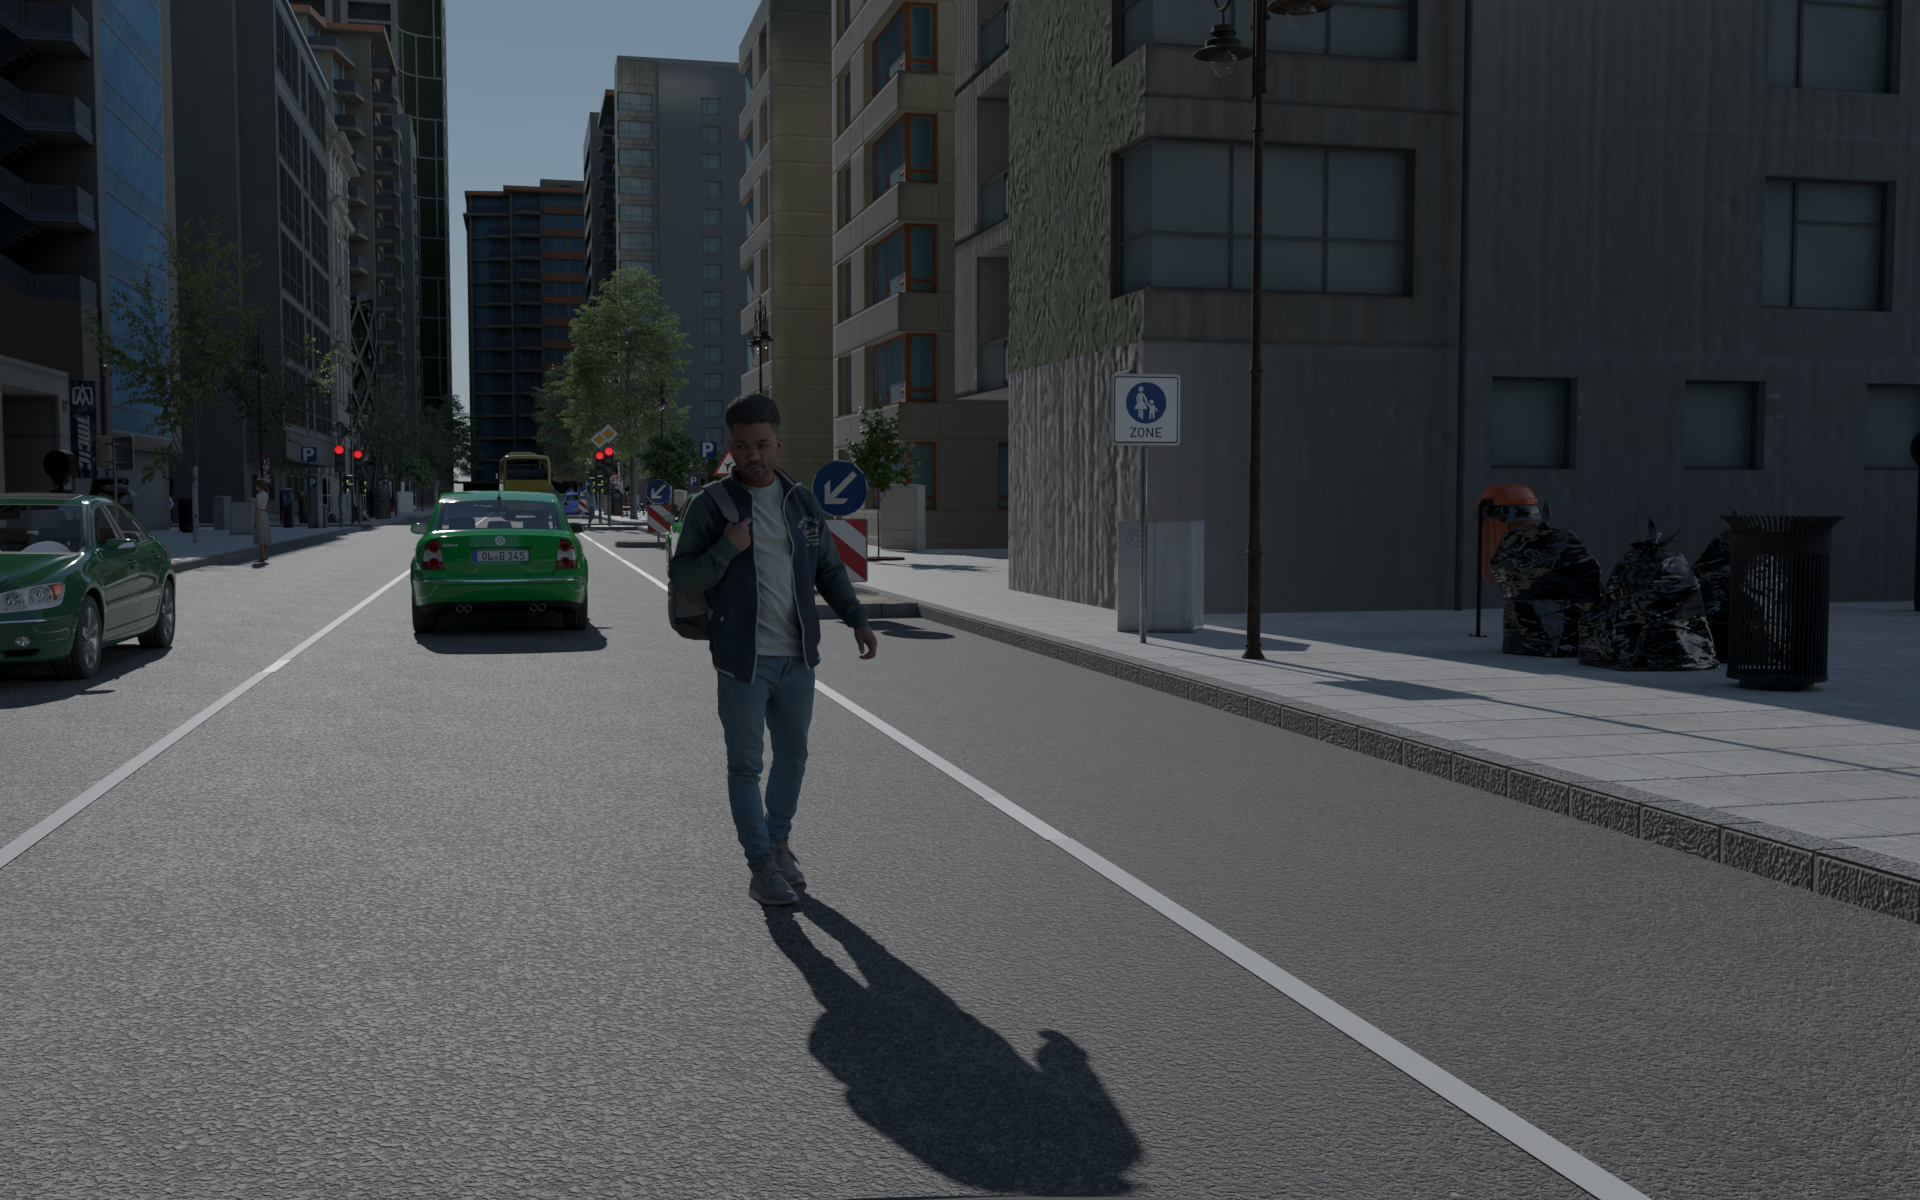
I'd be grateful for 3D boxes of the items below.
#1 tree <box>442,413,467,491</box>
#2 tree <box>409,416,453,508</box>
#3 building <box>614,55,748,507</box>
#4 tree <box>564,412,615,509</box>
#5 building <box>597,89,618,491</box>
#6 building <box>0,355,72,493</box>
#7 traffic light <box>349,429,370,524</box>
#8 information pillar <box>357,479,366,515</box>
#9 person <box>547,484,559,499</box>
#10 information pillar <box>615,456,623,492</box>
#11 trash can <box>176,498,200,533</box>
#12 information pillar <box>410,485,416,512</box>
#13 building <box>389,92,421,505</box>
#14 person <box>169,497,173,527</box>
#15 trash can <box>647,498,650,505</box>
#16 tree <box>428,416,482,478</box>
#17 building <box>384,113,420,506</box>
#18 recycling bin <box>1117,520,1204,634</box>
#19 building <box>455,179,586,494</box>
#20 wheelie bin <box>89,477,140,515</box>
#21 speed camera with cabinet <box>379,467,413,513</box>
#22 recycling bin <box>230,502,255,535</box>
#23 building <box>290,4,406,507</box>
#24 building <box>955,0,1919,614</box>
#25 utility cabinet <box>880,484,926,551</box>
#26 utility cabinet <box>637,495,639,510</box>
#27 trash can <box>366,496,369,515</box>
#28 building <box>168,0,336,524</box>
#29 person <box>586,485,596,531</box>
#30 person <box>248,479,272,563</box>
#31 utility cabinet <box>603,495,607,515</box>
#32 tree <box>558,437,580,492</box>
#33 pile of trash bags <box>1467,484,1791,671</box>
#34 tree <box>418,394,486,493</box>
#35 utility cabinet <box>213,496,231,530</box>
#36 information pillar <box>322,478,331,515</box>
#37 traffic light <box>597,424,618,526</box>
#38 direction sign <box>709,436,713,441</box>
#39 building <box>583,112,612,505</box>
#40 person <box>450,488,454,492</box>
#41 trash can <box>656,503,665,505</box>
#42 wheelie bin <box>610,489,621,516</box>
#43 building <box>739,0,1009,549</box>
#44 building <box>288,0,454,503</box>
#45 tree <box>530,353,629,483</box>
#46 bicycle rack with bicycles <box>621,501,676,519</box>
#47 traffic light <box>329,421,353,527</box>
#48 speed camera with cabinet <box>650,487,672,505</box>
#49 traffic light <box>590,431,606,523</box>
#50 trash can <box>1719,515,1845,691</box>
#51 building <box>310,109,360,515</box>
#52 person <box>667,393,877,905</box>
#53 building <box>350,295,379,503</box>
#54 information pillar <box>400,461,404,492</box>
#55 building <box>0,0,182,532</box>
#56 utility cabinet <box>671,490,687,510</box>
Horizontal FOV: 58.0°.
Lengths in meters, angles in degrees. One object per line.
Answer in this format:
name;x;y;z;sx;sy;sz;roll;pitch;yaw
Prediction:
tree;-46.523;-12.487;154.530;4.360;8.622;3.978;0;3;0
tree;-49.241;-12.933;161.814;4.737;8.622;4.395;0;3;0
building;-26.005;-29.554;166.798;14.154;41.232;14.086;-1;4;-14
tree;-35.987;-13.076;164.152;4.737;8.622;4.395;0;3;0
building;-27.703;-32.645;188.378;22.147;44.769;28.867;-1;4;-14
building;-26.772;-35.955;26.123;20.563;71.187;20.611;-1;4;-14
traffic light;-25.825;-5.232;74.469;0.839;4.253;0.868;-1;4;-14
information pillar;-29.773;-4.996;86.184;0.304;2.012;0.304;0;4;5
person;-14.598;-3.254;61.882;0.537;1.800;0.526;0;4;6
information pillar;-21.186;-7.105;107.518;0.504;3.616;0.183;2;4;24
trash can;-25.659;-2.810;57.603;0.748;1.137;0.748;0;3;0
information pillar;-40.260;-7.523;127.494;0.304;2.012;0.304;2;4;34
building;-74.920;-35.417;202.771;21.600;48.544;21.300;-1;4;-14
person;-31.036;-3.509;67.686;0.589;1.601;0.330;1;4;18
trash can;-25.739;-8.111;144.260;0.748;1.137;0.748;0;3;0
tree;-60.683;-16.677;207.082;7.601;10.594;8.767;0;4;-5
building;-64.101;-30.336;179.595;14.154;41.232;14.086;-1;4;-14
recycling bin;1.896;-0.231;16.327;0.722;1.027;0.722;1;4;16
building;-56.175;-36.036;243.813;28.867;44.769;22.147;-1;4;-14
wheelie bin;-15.914;-1.508;32.571;0.980;1.594;0.693;-3;5;-43
speed camera with cabinet;-37.515;-7.392;115.194;2.038;3.252;0.660;-2;4;-32
recycling bin;-22.699;-2.588;54.865;0.722;1.027;0.722;-1;4;-16
building;-62.869;-30.768;157.682;22.147;44.769;28.867;-1;4;-14
building;7.034;-20.906;25.404;14.154;41.232;14.086;-1;4;-14
utility cabinet;-1.287;-1.864;39.160;1.173;1.500;0.318;3;5;44
utility cabinet;-25.703;-7.681;136.747;0.306;1.237;1.020;-3;5;-41
trash can;-37.249;-5.927;108.555;0.748;1.137;0.748;0;3;0
building;-39.639;-17.852;85.390;14.314;27.812;24.014;-1;4;-14
person;-14.317;-3.567;67.091;0.793;1.790;0.793;-2;4;-32
person;-14.738;-1.668;36.338;0.524;1.755;0.480;0;4;1
utility cabinet;-20.843;-5.668;103.838;1.020;1.237;0.306;0;4;7
tree;-41.442;-14.354;185.041;4.360;8.622;3.978;0;3;0
pile of trash bags;5.221;-0.275;14.241;1.912;1.369;3.447;-1;4;-13
tree;-57.581;-16.981;195.762;7.486;12.596;7.792;0;3;0
utility cabinet;-26.389;-3.106;61.944;0.306;1.237;1.020;-3;5;-42
information pillar;-28.797;-4.538;78.686;0.304;2.012;0.304;0;4;6
traffic light;-14.058;-4.912;69.233;0.839;4.253;0.868;-1;4;-14
direction sign;-9.761;-4.653;68.068;0.379;3.537;0.876;-1;4;-15
building;-34.678;-36.011;212.480;21.300;48.544;21.600;-1;4;-14
person;-28.858;-5.470;98.281;0.374;1.781;0.599;2;4;35
trash can;-20.987;-6.708;121.321;0.748;1.137;0.748;0;3;0
wheelie bin;-20.262;-5.755;102.001;0.693;1.594;0.980;-3;5;-41
building;8.423;-12.947;56.731;27.650;21.520;28.899;-1;4;-14
building;-80.677;-48.823;236.500;20.611;71.187;20.563;-1;4;-14
tree;-33.192;-15.093;153.429;9.857;13.997;8.962;0;3;0
bicycle rack with bicycles;-16.505;-4.736;90.810;2.852;0.926;2.925;-2;4;-32
traffic light;-23.854;-4.759;66.730;0.839;4.253;0.868;-1;4;-14
speed camera with cabinet;-21.868;-8.092;126.643;0.660;3.252;2.038;-3;5;-44
traffic light;-16.030;-5.385;76.971;0.839;4.253;0.868;-1;4;-14
trash can;5.414;0.012;11.452;0.748;1.137;0.748;0;3;0
building;-45.649;-19.630;108.338;14.401;28.519;23.554;-1;4;-14
person;-0.703;0.166;6.140;0.623;1.781;0.721;-3;5;-43
building;-52.044;-15.943;128.114;16.820;18.784;16.811;-1;4;-14
information pillar;-38.292;-7.803;118.941;0.183;3.616;0.504;0;4;0
building;-33.371;-24.649;53.122;14.200;45.320;14.600;-1;4;-14
utility cabinet;-16.520;-5.706;101.978;1.173;1.500;0.318;3;5;44
